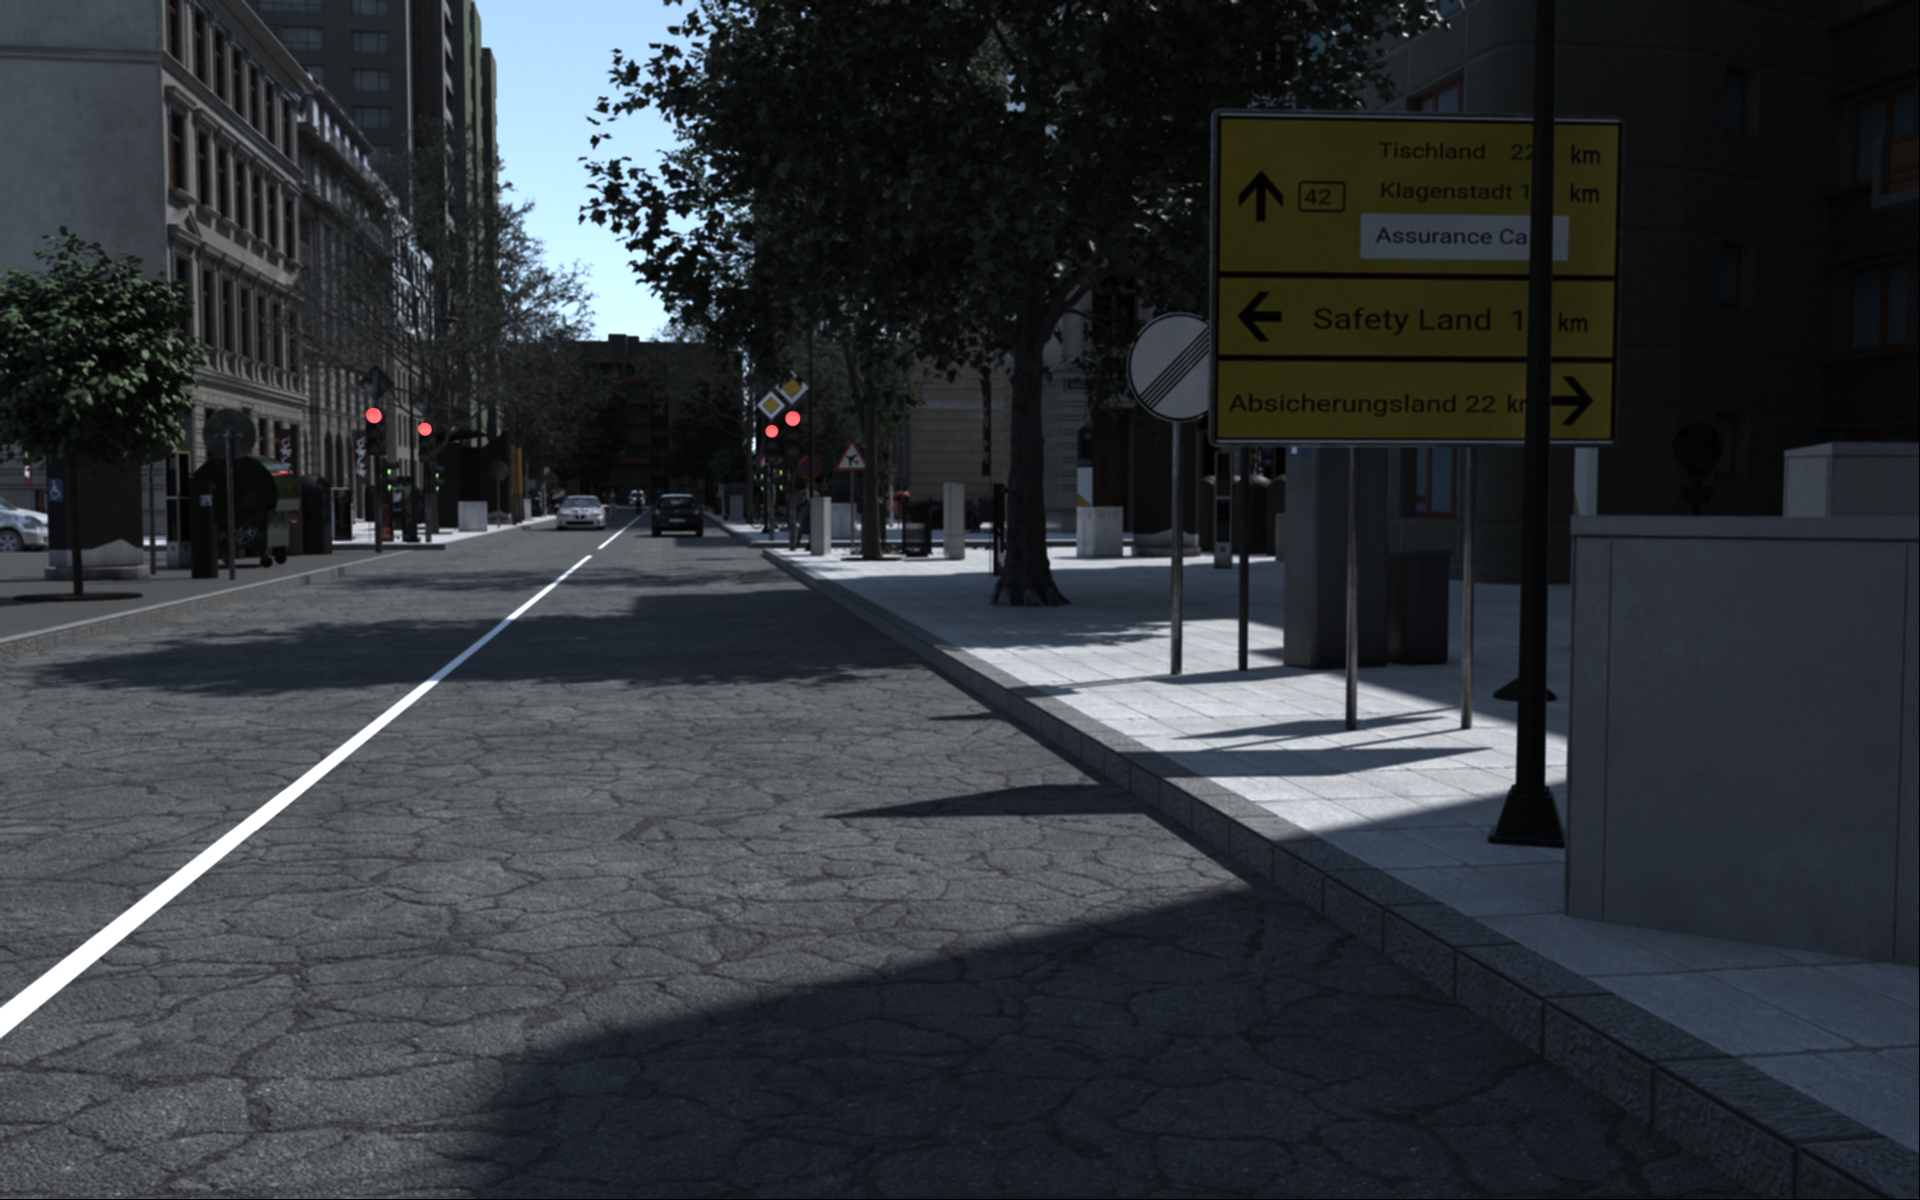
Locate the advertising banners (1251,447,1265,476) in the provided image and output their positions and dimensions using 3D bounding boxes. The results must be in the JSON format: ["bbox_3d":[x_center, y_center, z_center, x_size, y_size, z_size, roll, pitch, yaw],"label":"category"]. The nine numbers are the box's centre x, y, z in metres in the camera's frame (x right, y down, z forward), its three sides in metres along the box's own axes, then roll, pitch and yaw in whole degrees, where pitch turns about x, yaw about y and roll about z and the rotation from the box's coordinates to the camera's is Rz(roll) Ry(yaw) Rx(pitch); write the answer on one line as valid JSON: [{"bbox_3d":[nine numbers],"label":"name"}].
[{"bbox_3d":[8.406,-3.484,53.157,2.074,3.025,0.090,1,4,9],"label":"advertising banners"}]

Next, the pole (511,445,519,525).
[{"bbox_3d":[-18.521,-4.773,71.889,0.158,3.312,0.155,0,3,0],"label":"pole"}]

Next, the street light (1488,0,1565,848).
[{"bbox_3d":[1.583,-2.057,6.179,1.470,5.913,1.316,-1,4,-10],"label":"street light"}]

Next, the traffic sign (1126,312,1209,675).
[{"bbox_3d":[1.538,-0.742,12.240,0.768,2.556,0.104,0,4,-8],"label":"traffic sign"}]

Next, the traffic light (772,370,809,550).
[{"bbox_3d":[-3.832,-3.084,39.339,0.839,4.253,0.868,-1,4,-10],"label":"traffic light"}]

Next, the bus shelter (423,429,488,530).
[{"bbox_3d":[-19.050,-4.549,65.653,1.731,3.624,6.357,-1,4,-10],"label":"bus shelter"}]

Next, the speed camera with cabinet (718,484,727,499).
[{"bbox_3d":[-14.584,-7.190,111.890,2.038,3.252,0.660,1,4,19],"label":"speed camera with cabinet"}]

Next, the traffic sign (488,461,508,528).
[{"bbox_3d":[-17.592,-4.029,65.985,0.768,2.556,0.104,0,4,-3],"label":"traffic sign"}]

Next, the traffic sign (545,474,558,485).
[{"bbox_3d":[-24.628,-6.378,104.385,0.768,2.556,0.104,-1,4,-8],"label":"traffic sign"}]

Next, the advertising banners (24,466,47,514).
[{"bbox_3d":[-26.518,-3.285,49.902,0.090,3.025,2.074,0,4,-4],"label":"advertising banners"}]

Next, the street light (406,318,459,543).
[{"bbox_3d":[-13.883,-4.470,45.623,1.470,5.913,1.316,-1,4,-10],"label":"street light"}]

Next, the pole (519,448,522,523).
[{"bbox_3d":[-19.509,-5.065,76.663,0.158,3.312,0.155,0,3,0],"label":"pole"}]

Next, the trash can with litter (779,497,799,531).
[{"bbox_3d":[-5.695,-3.018,60.408,1.678,1.210,2.233,1,4,10],"label":"trash can with litter"}]

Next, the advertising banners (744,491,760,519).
[{"bbox_3d":[-10.500,-5.707,89.500,0.090,3.025,2.074,-3,5,-44],"label":"advertising banners"}]

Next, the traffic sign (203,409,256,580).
[{"bbox_3d":[-10.902,-1.576,25.875,0.768,2.556,0.104,0,4,-7],"label":"traffic sign"}]

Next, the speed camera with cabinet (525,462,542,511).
[{"bbox_3d":[-26.404,-6.905,107.231,0.660,3.252,2.038,-2,4,-28],"label":"speed camera with cabinet"}]

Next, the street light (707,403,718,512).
[{"bbox_3d":[-12.216,-7.103,88.667,1.470,5.913,1.316,-1,4,-10],"label":"street light"}]

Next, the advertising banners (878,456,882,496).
[{"bbox_3d":[-3.820,-5.125,79.983,0.090,3.025,2.074,-1,4,-12],"label":"advertising banners"}]

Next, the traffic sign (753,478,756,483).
[{"bbox_3d":[-13.908,-7.012,114.744,0.768,2.556,0.104,0,4,-1],"label":"traffic sign"}]

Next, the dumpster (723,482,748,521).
[{"bbox_3d":[-10.857,-4.794,84.145,1.264,1.857,1.865,-1,4,-10],"label":"dumpster"}]

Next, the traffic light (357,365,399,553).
[{"bbox_3d":[-12.715,-2.991,37.832,0.839,4.253,0.868,-1,4,-10],"label":"traffic light"}]

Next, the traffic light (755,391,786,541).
[{"bbox_3d":[-5.158,-3.565,47.214,0.839,4.253,0.868,-1,4,-10],"label":"traffic light"}]

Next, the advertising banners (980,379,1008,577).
[{"bbox_3d":[0.628,-1.901,27.277,0.090,3.025,2.074,1,4,18],"label":"advertising banners"}]

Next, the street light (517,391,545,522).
[{"bbox_3d":[-19.411,-6.466,78.260,1.470,5.913,1.316,-1,4,-10],"label":"street light"}]

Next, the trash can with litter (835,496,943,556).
[{"bbox_3d":[-1.435,-1.574,36.789,2.233,1.210,1.678,0,4,-8],"label":"trash can with litter"}]

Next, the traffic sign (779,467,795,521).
[{"bbox_3d":[-8.080,-4.939,80.853,0.768,2.556,0.104,0,4,-1],"label":"traffic sign"}]

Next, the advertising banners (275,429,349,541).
[{"bbox_3d":[-17.485,-3.106,46.970,2.074,3.025,0.090,-3,4,-37],"label":"advertising banners"}]

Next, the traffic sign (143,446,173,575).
[{"bbox_3d":[-12.870,-1.679,27.557,0.768,2.556,0.104,0,4,-6],"label":"traffic sign"}]

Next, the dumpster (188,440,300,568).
[{"bbox_3d":[-12.708,-1.730,30.785,1.502,2.255,1.985,-1,4,-9],"label":"dumpster"}]

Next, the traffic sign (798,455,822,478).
[{"bbox_3d":[-4.890,-3.452,56.546,0.768,2.556,0.104,0,4,-5],"label":"traffic sign"}]

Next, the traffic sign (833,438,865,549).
[{"bbox_3d":[-2.498,-2.453,40.114,0.884,2.594,0.081,0,4,-4],"label":"traffic sign"}]

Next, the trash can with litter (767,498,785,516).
[{"bbox_3d":[-10.832,-5.507,101.428,1.055,1.170,0.624,-3,5,-44],"label":"trash can with litter"}]

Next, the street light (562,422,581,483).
[{"bbox_3d":[-25.052,-8.515,111.757,1.470,5.913,1.316,-1,4,-10],"label":"street light"}]

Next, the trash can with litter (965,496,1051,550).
[{"bbox_3d":[1.011,-1.789,40.302,2.233,1.210,1.678,0,4,2],"label":"trash can with litter"}]

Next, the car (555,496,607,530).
[{"bbox_3d":[-15.345,-3.539,70.230,2.083,1.381,4.827,-1,4,-10],"label":"car"}]

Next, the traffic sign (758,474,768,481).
[{"bbox_3d":[-9.642,-5.232,85.552,0.884,2.594,0.081,0,4,-3],"label":"traffic sign"}]

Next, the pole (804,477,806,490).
[{"bbox_3d":[-10.751,-7.735,120.307,0.158,3.312,0.155,0,3,0],"label":"pole"}]

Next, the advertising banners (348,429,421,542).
[{"bbox_3d":[-15.510,-3.093,46.756,2.074,3.025,0.090,1,4,16],"label":"advertising banners"}]

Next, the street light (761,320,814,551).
[{"bbox_3d":[-3.881,-4.054,38.826,1.470,5.913,1.316,-1,4,-10],"label":"street light"}]

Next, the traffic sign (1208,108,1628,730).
[{"bbox_3d":[2.451,-0.946,9.343,2.265,3.308,0.079,0,4,-4],"label":"traffic sign"}]

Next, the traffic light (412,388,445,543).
[{"bbox_3d":[-14.042,-3.473,45.706,0.839,4.253,0.868,-1,4,-10],"label":"traffic light"}]

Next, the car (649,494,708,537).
[{"bbox_3d":[-9.668,-3.034,59.384,2.009,1.686,4.222,0,4,-8],"label":"car"}]

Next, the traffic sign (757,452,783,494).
[{"bbox_3d":[-5.577,-3.115,51.031,0.768,2.556,0.104,0,4,0],"label":"traffic sign"}]
